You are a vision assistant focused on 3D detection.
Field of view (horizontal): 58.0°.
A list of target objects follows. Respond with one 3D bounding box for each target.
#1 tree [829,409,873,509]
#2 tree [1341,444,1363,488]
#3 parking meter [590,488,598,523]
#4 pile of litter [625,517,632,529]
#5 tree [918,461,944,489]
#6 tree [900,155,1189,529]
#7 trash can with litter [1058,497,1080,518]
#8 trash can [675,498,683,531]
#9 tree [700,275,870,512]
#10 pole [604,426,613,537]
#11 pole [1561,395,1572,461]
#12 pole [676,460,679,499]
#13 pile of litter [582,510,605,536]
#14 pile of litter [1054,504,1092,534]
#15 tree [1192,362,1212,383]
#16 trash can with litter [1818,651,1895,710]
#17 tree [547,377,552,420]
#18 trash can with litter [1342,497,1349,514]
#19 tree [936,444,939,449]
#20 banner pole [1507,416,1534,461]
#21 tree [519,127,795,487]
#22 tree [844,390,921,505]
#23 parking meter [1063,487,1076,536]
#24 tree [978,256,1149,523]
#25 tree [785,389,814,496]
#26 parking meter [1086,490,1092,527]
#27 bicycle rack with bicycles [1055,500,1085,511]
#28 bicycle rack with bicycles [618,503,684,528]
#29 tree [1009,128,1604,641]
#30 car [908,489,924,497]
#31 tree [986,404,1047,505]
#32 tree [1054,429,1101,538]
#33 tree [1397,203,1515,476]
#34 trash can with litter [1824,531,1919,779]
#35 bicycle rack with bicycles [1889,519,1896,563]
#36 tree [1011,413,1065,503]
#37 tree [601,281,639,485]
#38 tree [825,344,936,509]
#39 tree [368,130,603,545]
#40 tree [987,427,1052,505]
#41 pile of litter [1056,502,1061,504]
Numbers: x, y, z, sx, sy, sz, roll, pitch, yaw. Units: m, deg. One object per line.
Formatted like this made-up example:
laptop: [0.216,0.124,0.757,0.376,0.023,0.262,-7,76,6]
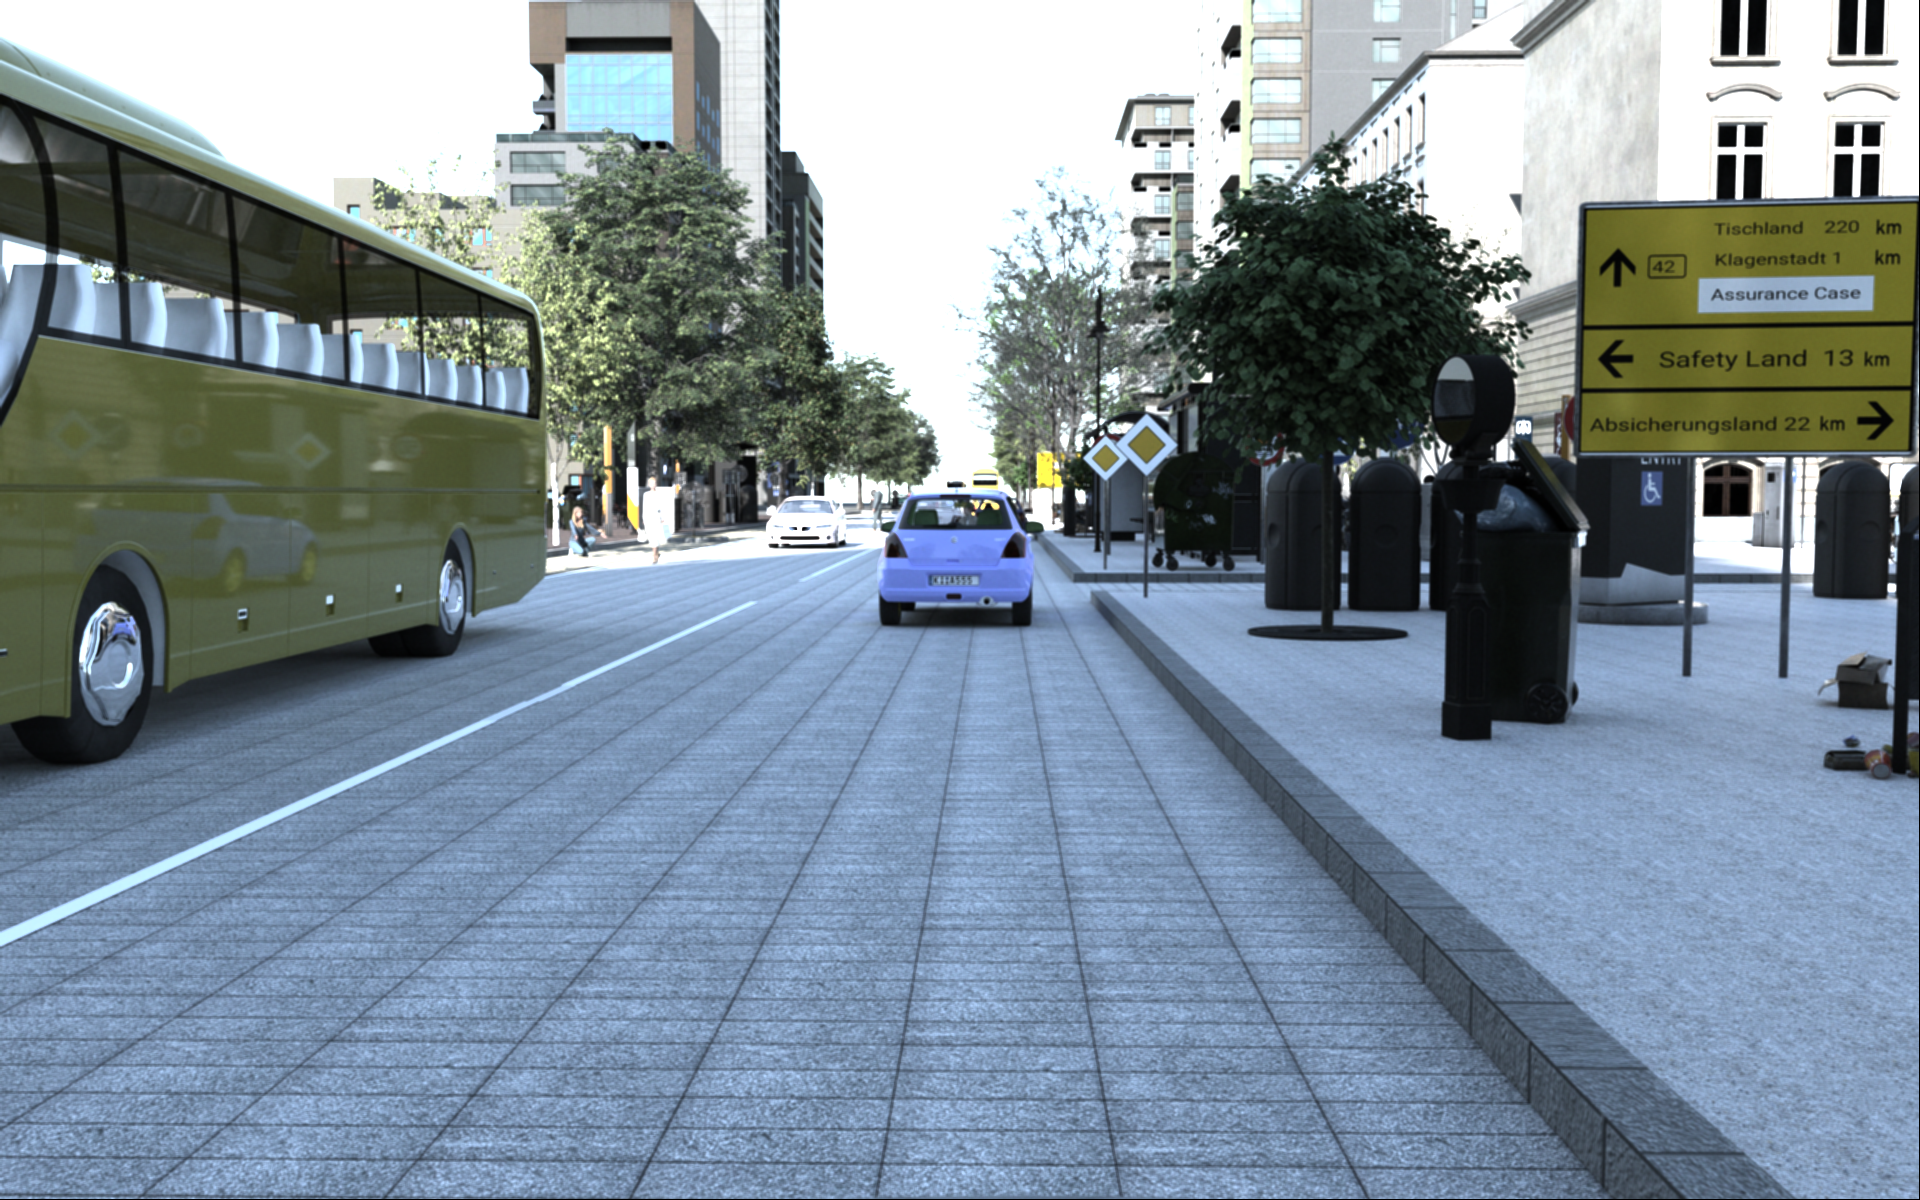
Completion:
tree: [-8.925,-11.202,133.509,4.360,8.622,3.978,0,3,0]
tree: [14.174,-6.849,62.344,4.737,8.622,4.395,0,3,0]
parking meter: [-16.151,-4.160,76.430,0.372,1.533,0.369,0,3,0]
pile of litter: [-11.684,-3.058,63.967,1.176,0.858,1.719,3,4,36]
tree: [-6.237,-20.210,264.846,8.767,10.594,7.601,-2,4,-34]
tree: [4.062,-9.389,63.882,12.009,13.543,11.850,0,3,0]
trash can with litter: [5.591,-4.736,88.816,1.055,1.170,0.624,-3,4,-37]
trash can: [-9.938,-2.946,59.825,0.748,1.137,0.748,0,3,0]
tree: [-9.252,-10.629,90.791,9.611,12.733,9.660,0,3,0]
pole: [-10.495,-3.538,51.682,0.158,3.312,0.155,0,3,0]
pole: [12.487,-2.562,35.739,0.158,3.312,0.155,0,3,0]
pole: [-16.774,-6.675,102.972,0.158,3.312,0.155,0,3,0]
pile of litter: [-11.560,-2.464,54.253,1.176,0.858,1.719,0,4,-2]
pile of litter: [3.808,-2.626,56.900,1.176,0.858,1.719,-2,4,-27]
tree: [12.097,-7.627,75.064,4.737,8.622,4.395,0,3,0]
trash can with litter: [5.688,0.069,10.261,1.055,1.170,0.624,2,4,26]
tree: [-19.232,-7.565,74.044,4.360,8.622,3.978,0,3,0]
trash can with litter: [10.679,-2.330,49.159,1.678,1.210,2.233,-2,4,-30]
tree: [-7.196,-20.707,245.211,9.857,13.997,8.962,0,3,0]
banner pole: [15.822,-3.620,49.202,0.863,3.779,0.401,1,4,15]
tree: [-10.837,-9.472,61.525,9.857,13.997,8.962,0,3,0]
tree: [-8.441,-17.033,196.613,7.486,12.596,7.792,0,3,0]
parking meter: [3.333,-2.704,52.625,0.372,1.533,0.369,0,3,0]
tree: [4.567,-9.244,76.895,9.928,11.665,9.643,0,3,0]
tree: [-9.902,-9.978,113.499,4.737,8.622,4.395,0,3,0]
parking meter: [5.014,-3.574,66.848,0.372,1.533,0.369,0,3,0]
bicycle rack with bicycles: [6.795,-5.523,103.687,2.925,0.926,2.852,1,4,15]
bicycle rack with bicycles: [-12.032,-3.238,66.331,2.852,0.926,2.925,2,4,29]
tree: [3.315,-1.961,15.784,4.285,4.588,4.351,0,3,0]
car: [-2.363,-6.724,118.615,2.281,1.827,5.304,0,4,3]
tree: [6.347,-16.729,191.645,7.486,12.596,7.792,0,3,0]
tree: [3.714,-3.472,51.364,1.663,3.219,1.824,0,3,0]
tree: [12.297,-5.761,44.562,4.360,8.622,3.978,0,3,0]
trash can with litter: [4.940,0.183,8.060,2.233,1.210,1.678,-1,4,-23]
bicycle rack with bicycles: [18.293,-1.208,33.134,2.852,0.926,2.925,0,4,-2]
tree: [6.527,-11.781,142.981,4.737,8.622,4.395,0,3,0]
tree: [-10.129,-5.686,43.334,4.737,8.622,4.395,0,3,0]
tree: [-8.472,-14.756,147.913,9.857,13.997,8.962,0,3,0]
tree: [-10.598,-5.252,36.227,4.737,8.622,4.395,0,3,0]
tree: [7.797,-17.750,207.222,9.611,12.733,9.660,0,3,0]
pile of litter: [5.346,-4.845,93.173,1.719,0.858,1.176,1,4,19]
